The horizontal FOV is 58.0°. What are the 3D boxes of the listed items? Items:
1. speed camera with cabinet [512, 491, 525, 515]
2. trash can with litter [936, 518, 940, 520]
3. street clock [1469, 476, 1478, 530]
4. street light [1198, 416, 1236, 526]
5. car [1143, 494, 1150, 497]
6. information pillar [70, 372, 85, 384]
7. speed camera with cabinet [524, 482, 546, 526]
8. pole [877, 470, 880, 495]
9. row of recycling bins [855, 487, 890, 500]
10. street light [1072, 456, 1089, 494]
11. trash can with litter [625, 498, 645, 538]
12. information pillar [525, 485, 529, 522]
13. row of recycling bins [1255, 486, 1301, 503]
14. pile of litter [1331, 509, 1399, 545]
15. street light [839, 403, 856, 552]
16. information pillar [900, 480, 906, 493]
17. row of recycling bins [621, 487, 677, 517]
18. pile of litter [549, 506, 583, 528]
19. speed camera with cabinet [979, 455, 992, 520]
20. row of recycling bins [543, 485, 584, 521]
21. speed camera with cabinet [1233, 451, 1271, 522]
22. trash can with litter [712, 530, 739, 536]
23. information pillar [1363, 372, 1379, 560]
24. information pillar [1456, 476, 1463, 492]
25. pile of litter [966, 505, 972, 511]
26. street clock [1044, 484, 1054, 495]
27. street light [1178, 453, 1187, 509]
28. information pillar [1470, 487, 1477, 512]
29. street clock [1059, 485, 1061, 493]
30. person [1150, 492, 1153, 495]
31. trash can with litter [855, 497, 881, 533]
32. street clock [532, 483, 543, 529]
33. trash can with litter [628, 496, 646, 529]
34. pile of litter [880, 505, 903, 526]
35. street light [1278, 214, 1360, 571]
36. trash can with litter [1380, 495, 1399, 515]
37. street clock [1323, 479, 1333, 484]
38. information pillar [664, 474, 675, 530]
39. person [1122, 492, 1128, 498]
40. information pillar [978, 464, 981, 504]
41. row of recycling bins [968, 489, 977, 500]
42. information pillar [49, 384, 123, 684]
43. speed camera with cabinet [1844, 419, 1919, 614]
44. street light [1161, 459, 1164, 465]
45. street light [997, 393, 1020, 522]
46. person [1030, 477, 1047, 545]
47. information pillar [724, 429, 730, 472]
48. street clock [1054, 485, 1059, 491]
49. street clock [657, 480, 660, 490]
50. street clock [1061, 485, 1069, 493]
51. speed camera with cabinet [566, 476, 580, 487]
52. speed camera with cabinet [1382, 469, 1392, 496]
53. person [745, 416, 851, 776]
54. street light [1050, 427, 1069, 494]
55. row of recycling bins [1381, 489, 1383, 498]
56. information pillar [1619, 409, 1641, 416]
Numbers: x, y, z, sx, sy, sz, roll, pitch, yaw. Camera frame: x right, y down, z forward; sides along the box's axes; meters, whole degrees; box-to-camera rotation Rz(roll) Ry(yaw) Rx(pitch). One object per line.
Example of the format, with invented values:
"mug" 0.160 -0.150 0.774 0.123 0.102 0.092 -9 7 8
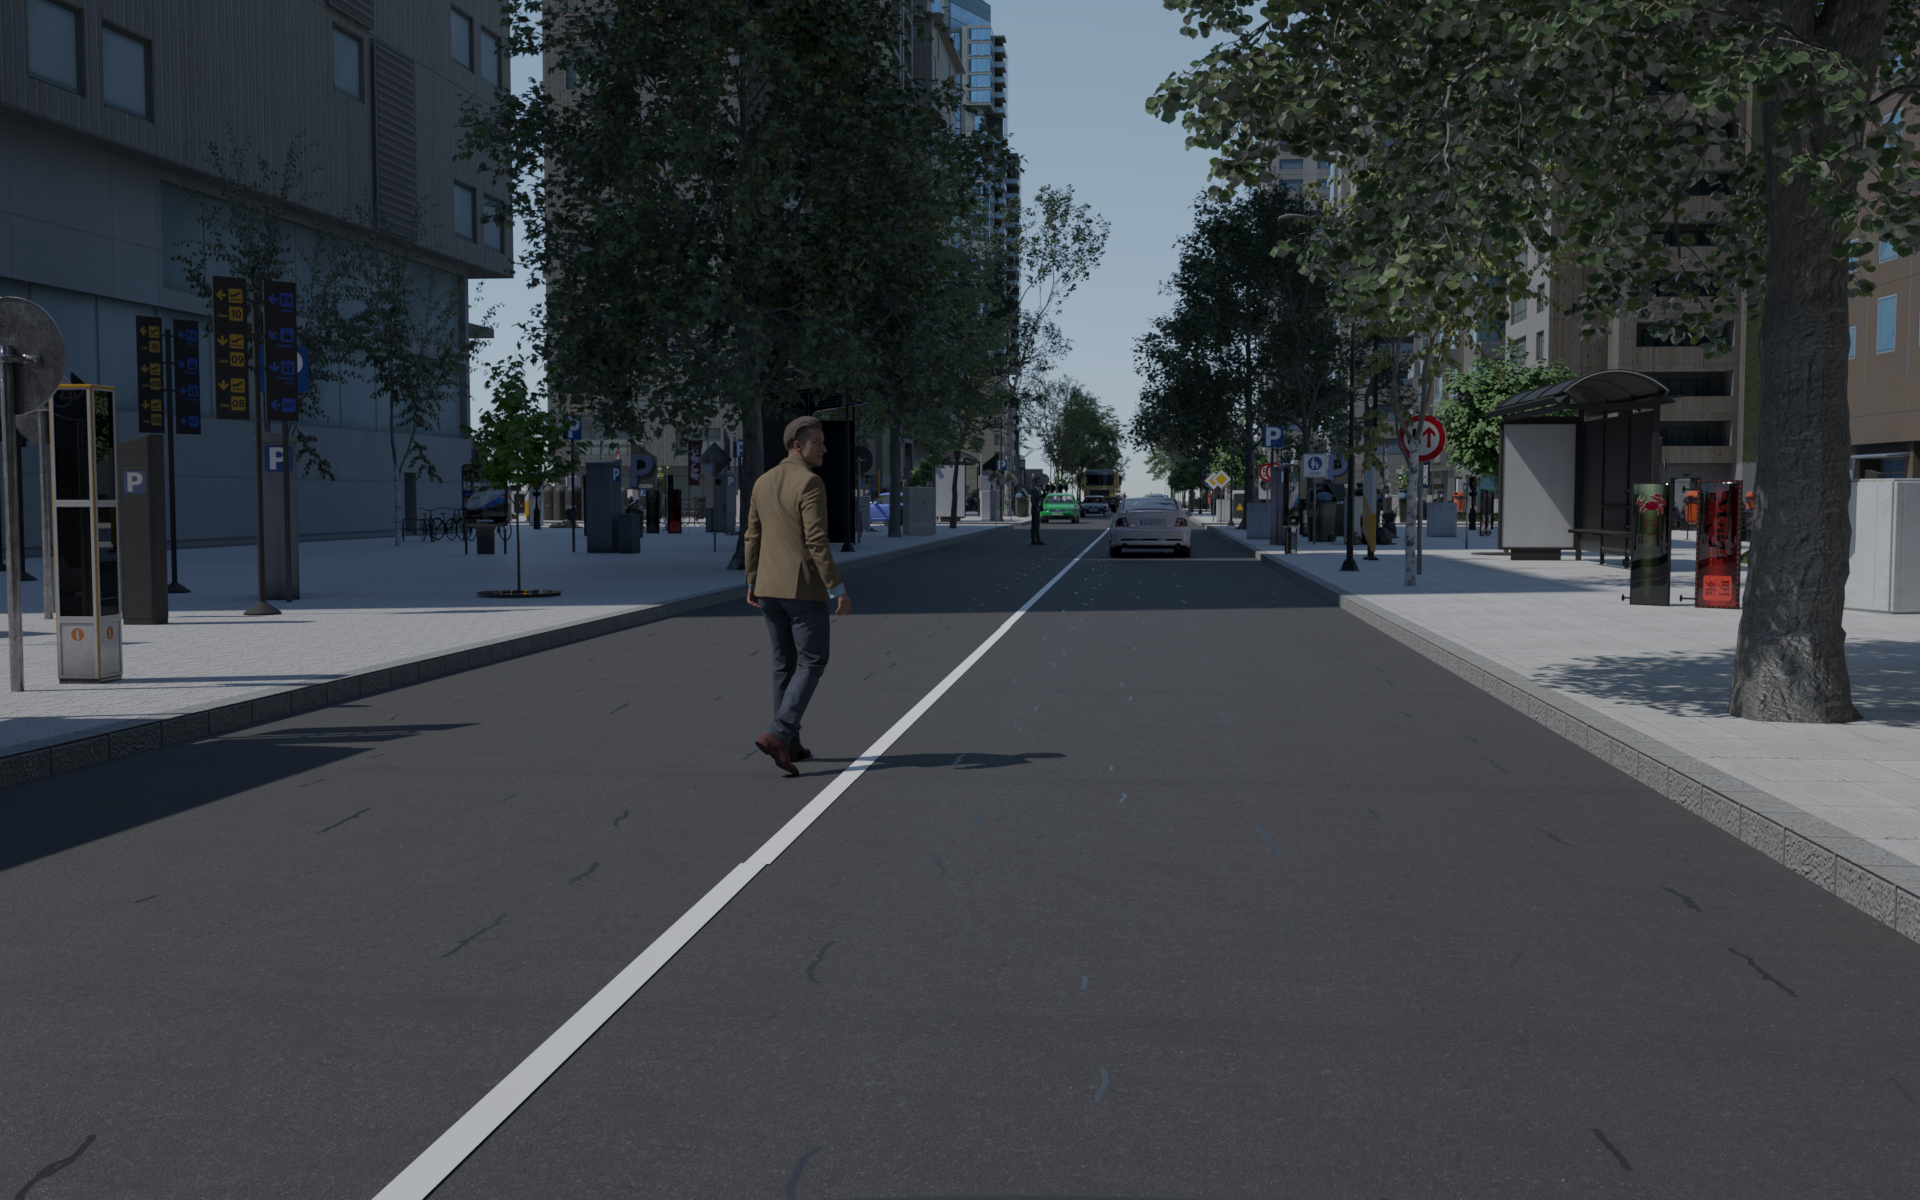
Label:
"speed camera with cabinet" -25.837 -6.702 103.919 2.038 3.252 0.660 0 4 -7
"trash can with litter" -1.099 -4.663 87.294 1.678 1.210 2.233 -2 4 -34
"street clock" 18.211 -3.482 61.508 0.358 2.002 0.471 -1 4 -17
"street light" 10.443 -5.963 70.040 1.470 5.913 1.316 0 4 6
"car" 33.523 -18.236 308.384 2.015 1.641 3.980 0 4 8
"information pillar" -16.929 -2.580 33.542 0.183 3.616 0.504 3 4 39
"speed camera with cabinet" -17.194 -4.638 70.164 0.660 3.252 2.038 -1 4 -14
"pole" -6.799 -9.236 144.850 0.158 3.312 0.155 0 3 0
"row of recycling bins" -4.826 -5.842 102.637 3.534 1.692 1.069 0 4 0
"street light" 10.623 -11.185 155.411 1.470 5.913 1.316 0 4 6
"trash can with litter" -9.727 -2.394 50.536 1.055 1.170 0.624 0 4 -4
"information pillar" -20.106 -5.477 80.911 0.504 3.616 0.183 1 4 21
"row of recycling bins" 16.867 -5.253 93.004 3.534 1.692 1.069 -2 4 -31
"pile of litter" 10.246 -1.835 43.969 1.719 0.858 1.176 0 4 8
"street light" -1.953 -4.015 38.181 1.470 5.913 1.316 0 4 6
"information pillar" -2.973 -5.175 89.102 0.304 2.012 0.304 2 4 23
"row of recycling bins" -17.090 -5.375 94.990 3.534 1.692 1.069 1 4 10
"pile of litter" -14.898 -3.148 65.429 1.176 0.858 1.719 -2 4 -25
"speed camera with cabinet" 1.298 -5.638 86.510 0.660 3.252 2.038 0 4 -2
"row of recycling bins" -18.726 -4.650 83.147 3.534 1.692 1.069 2 4 35
"speed camera with cabinet" 13.647 -5.270 80.503 2.038 3.252 0.660 2 4 30
"trash can with litter" -6.775 -2.629 54.037 2.233 1.210 1.678 3 5 40
"information pillar" 7.969 -2.586 33.629 0.183 3.616 0.504 -1 4 -9
"information pillar" 27.675 -6.397 95.939 0.504 3.616 0.183 -3 5 -42
"pile of litter" 0.147 -7.103 130.097 1.719 0.858 1.176 1 4 9
"street clock" 6.346 -7.387 125.350 0.471 2.002 0.358 -1 4 -13
"street light" 14.875 -8.471 111.045 1.470 5.913 1.316 0 4 6
"information pillar" 33.859 -6.706 114.132 0.304 2.012 0.304 -1 4 -14
"street clock" 7.972 -8.140 137.662 0.471 2.002 0.358 -1 4 -11
"person" 30.492 -16.424 276.903 0.709 1.838 0.599 -2 4 -33
"trash can with litter" -3.290 -2.901 58.481 1.678 1.210 2.233 2 4 32
"street clock" -15.353 -3.562 62.809 0.471 2.002 0.358 2 4 25
"trash can with litter" -12.136 -3.257 64.302 1.678 1.210 2.233 -1 4 -15
"pile of litter" -2.662 -3.456 70.471 1.176 0.858 1.719 3 5 43
"street light" 5.976 -3.443 28.839 1.470 5.913 1.316 0 4 6
"trash can with litter" 26.200 -5.712 104.442 2.233 1.210 1.678 0 3 0
"street clock" 17.722 -4.831 83.561 0.471 2.002 0.358 2 4 29
"information pillar" -10.434 -3.531 62.218 0.304 2.012 0.304 -2 4 -27
"person" 23.156 -14.293 242.871 1.217 1.739 0.721 -3 5 -40
"information pillar" 1.570 -8.346 127.819 0.504 3.616 0.183 -2 4 -31
"row of recycling bins" 1.119 -8.186 140.952 1.069 1.692 3.534 0 4 2
"information pillar" -5.936 -0.445 11.770 0.304 2.012 0.304 0 4 3
"speed camera with cabinet" 9.962 -1.531 19.360 0.660 3.252 2.038 -1 4 -12
"street light" 27.464 -15.705 229.313 1.470 5.913 1.316 0 4 6
"street light" 2.409 -6.529 79.294 1.470 5.913 1.316 0 4 6
"person" 2.232 -2.525 49.138 0.474 1.900 0.648 0 4 4
"information pillar" -8.366 -4.331 62.174 0.183 3.616 0.504 -2 4 -25
"street clock" 7.316 -8.070 136.518 0.471 2.002 0.358 -1 4 -10
"street clock" -15.801 -5.230 90.077 0.358 2.002 0.471 -3 4 -36
"street clock" 8.365 -8.060 136.348 0.358 2.002 0.471 2 4 24
"speed camera with cabinet" -19.000 -5.739 88.175 2.038 3.252 0.660 -1 4 -16
"speed camera with cabinet" 33.733 -8.877 139.477 2.038 3.252 0.660 2 4 30
"person" -0.855 -0.039 9.043 0.656 1.842 0.836 1 4 13
"street light" 6.861 -9.051 120.519 1.470 5.913 1.316 0 4 6
"row of recycling bins" 32.994 -7.928 136.733 1.069 1.692 3.534 0 4 5
"information pillar" 15.124 -2.923 39.143 0.504 3.616 0.183 2 4 24
